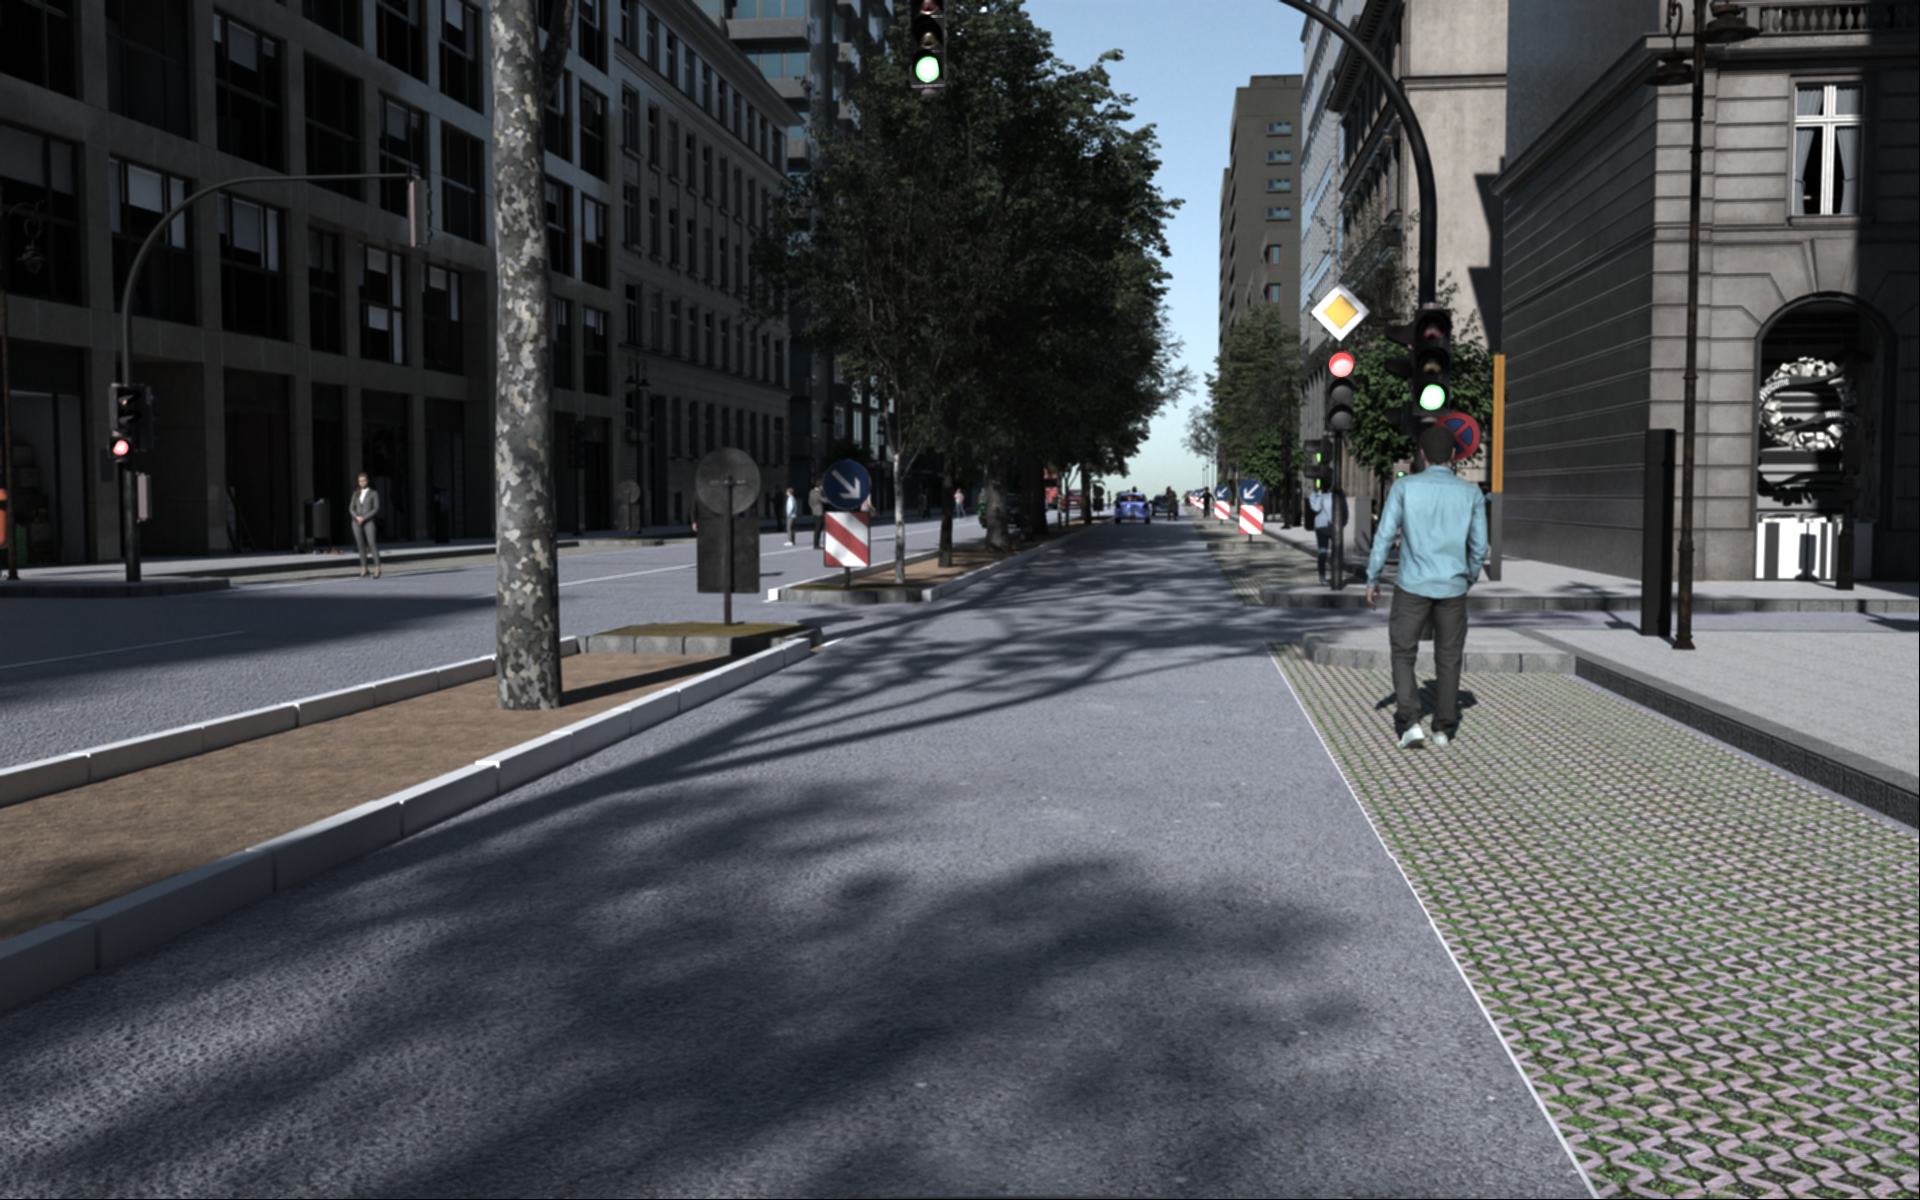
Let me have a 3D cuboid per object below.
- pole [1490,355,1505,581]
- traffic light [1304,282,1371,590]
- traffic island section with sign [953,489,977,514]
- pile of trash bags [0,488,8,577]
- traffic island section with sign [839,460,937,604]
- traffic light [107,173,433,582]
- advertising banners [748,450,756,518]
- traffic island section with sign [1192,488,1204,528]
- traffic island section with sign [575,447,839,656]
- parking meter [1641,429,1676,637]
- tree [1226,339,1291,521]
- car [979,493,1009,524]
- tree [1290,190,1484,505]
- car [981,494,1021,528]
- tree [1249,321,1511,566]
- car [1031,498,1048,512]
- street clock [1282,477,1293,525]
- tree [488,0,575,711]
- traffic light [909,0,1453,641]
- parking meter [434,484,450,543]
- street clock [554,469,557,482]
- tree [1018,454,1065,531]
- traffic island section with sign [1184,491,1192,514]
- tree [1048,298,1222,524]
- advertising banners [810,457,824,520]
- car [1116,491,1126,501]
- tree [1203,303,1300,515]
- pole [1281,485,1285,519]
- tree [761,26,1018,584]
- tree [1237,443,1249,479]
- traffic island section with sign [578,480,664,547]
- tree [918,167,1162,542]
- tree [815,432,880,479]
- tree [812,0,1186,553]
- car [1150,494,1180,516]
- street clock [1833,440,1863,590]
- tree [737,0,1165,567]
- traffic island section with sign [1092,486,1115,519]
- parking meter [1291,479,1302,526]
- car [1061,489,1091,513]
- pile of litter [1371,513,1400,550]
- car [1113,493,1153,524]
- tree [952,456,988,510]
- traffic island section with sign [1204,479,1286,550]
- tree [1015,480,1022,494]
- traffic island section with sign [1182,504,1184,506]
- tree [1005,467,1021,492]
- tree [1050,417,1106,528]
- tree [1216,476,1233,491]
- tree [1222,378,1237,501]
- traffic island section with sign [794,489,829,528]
[{"bbox_3d":[7.909,-1.935,25.478,0.158,3.312,0.155,0,3,0],"label":"pole"},{"bbox_3d":[5.022,-2.089,23.082,0.839,4.253,0.868,0,4,7],"label":"traffic light"},{"bbox_3d":[0.175,-7.076,124.317,1.989,1.847,2.006,0,4,7],"label":"traffic island section with sign"},{"bbox_3d":[-16.131,-1.002,26.137,3.447,1.369,1.912,-1,4,-14],"label":"pile of trash bags"},{"bbox_3d":[-1.424,-0.949,23.650,2.006,1.907,1.989,0,4,7],"label":"traffic island section with sign"},{"bbox_3d":[-9.974,-3.076,24.954,4.771,5.953,1.251,0,4,7],"label":"traffic light"},{"bbox_3d":[-8.449,-4.533,70.301,0.090,3.025,2.074,0,4,1],"label":"advertising banners"},{"bbox_3d":[10.866,-3.919,72.710,1.989,1.847,2.006,0,4,7],"label":"traffic island section with sign"},{"bbox_3d":[-2.345,-0.499,16.301,2.006,1.907,1.989,0,4,7],"label":"traffic island section with sign"},{"bbox_3d":[6.347,-0.614,15.745,0.255,1.863,0.399,1,4,21],"label":"parking meter"},{"bbox_3d":[14.674,-8.113,83.014,4.360,8.622,3.978,0,3,0],"label":"tree"},{"bbox_3d":[1.976,-4.590,83.847,1.959,1.807,4.718,0,4,7],"label":"car"},{"bbox_3d":[10.338,-5.601,41.933,4.360,8.622,3.978,0,3,0],"label":"tree"},{"bbox_3d":[1.963,-3.920,73.876,2.009,1.686,4.222,1,4,9],"label":"car"},{"bbox_3d":[8.254,-2.915,31.380,4.285,4.588,4.351,0,3,0],"label":"tree"},{"bbox_3d":[6.045,-7.882,138.464,1.945,1.707,3.694,1,4,9],"label":"car"},{"bbox_3d":[13.624,-4.124,72.005,0.358,2.002,0.471,-2,4,-34],"label":"street clock"},{"bbox_3d":[-1.776,-9.274,9.983,12.611,20.169,13.585,0,3,0],"label":"tree"},{"bbox_3d":[1.953,-2.483,15.273,4.771,5.953,1.251,0,4,7],"label":"traffic light"},{"bbox_3d":[-13.496,-2.244,45.100,0.372,1.533,0.369,0,3,0],"label":"parking meter"},{"bbox_3d":[-11.300,-2.631,47.589,0.471,2.002,0.358,3,5,43],"label":"street clock"},{"bbox_3d":[3.875,-7.020,67.601,4.737,8.622,4.395,0,3,0],"label":"tree"},{"bbox_3d":[17.049,-6.967,122.530,1.989,1.847,2.006,0,4,7],"label":"traffic island section with sign"},{"bbox_3d":[6.043,-10.330,81.726,12.009,13.543,11.850,0,3,0],"label":"tree"},{"bbox_3d":[-6.784,-5.343,83.545,0.090,3.025,2.074,1,4,19],"label":"advertising banners"},{"bbox_3d":[22.212,-13.808,234.439,2.281,1.827,5.304,0,4,6],"label":"car"},{"bbox_3d":[17.984,-11.356,103.790,7.486,12.596,7.792,0,3,0],"label":"tree"},{"bbox_3d":[16.551,-5.798,88.636,0.158,3.312,0.155,0,3,0],"label":"pole"},{"bbox_3d":[-0.970,-4.542,27.083,4.360,8.622,3.978,0,3,0],"label":"tree"},{"bbox_3d":[14.301,-5.802,78.582,4.285,4.588,4.351,0,3,0],"label":"tree"},{"bbox_3d":[-9.300,-2.403,47.923,1.989,1.847,2.006,0,4,7],"label":"traffic island section with sign"},{"bbox_3d":[2.049,-7.976,50.995,7.486,12.596,7.792,0,3,0],"label":"tree"},{"bbox_3d":[-5.932,-6.596,91.563,4.285,4.588,4.351,0,3,0],"label":"tree"},{"bbox_3d":[0.942,-8.118,41.846,9.857,13.997,8.962,0,3,0],"label":"tree"},{"bbox_3d":[13.456,-6.227,113.822,2.014,1.417,4.499,0,4,6],"label":"car"},{"bbox_3d":[11.847,-1.135,23.131,0.358,2.002,0.471,1,4,17],"label":"street clock"},{"bbox_3d":[-0.356,-5.883,33.063,8.767,10.594,7.601,0,4,7],"label":"tree"},{"bbox_3d":[7.809,-5.510,98.222,2.006,1.907,1.989,0,4,7],"label":"traffic island section with sign"},{"bbox_3d":[13.447,-3.883,69.201,0.399,1.863,0.255,-1,4,-12],"label":"parking meter"},{"bbox_3d":[9.110,-7.746,135.318,2.281,1.827,5.304,1,4,9],"label":"car"},{"bbox_3d":[9.725,-1.603,40.170,1.176,0.858,1.719,-2,4,-24],"label":"pile of litter"},{"bbox_3d":[8.462,-4.599,84.785,1.945,1.707,3.694,0,4,7],"label":"car"},{"bbox_3d":[0.373,-9.826,144.372,4.285,4.588,4.351,0,3,0],"label":"tree"},{"bbox_3d":[7.493,-2.251,45.438,1.989,1.847,2.006,0,4,7],"label":"traffic island section with sign"},{"bbox_3d":[7.236,-12.474,198.552,1.663,3.219,1.824,0,3,0],"label":"tree"},{"bbox_3d":[20.369,-8.603,149.281,1.989,1.847,2.006,0,4,7],"label":"traffic island section with sign"},{"bbox_3d":[4.026,-11.769,176.140,4.285,4.588,4.351,0,3,0],"label":"tree"},{"bbox_3d":[4.485,-7.302,72.201,4.360,8.622,3.978,0,3,0],"label":"tree"},{"bbox_3d":[24.846,-10.401,164.652,1.663,3.219,1.824,0,3,0],"label":"tree"},{"bbox_3d":[27.981,-16.632,182.304,12.009,13.543,11.850,0,3,0],"label":"tree"},{"bbox_3d":[-5.987,-4.040,74.674,1.989,1.847,2.006,0,4,7],"label":"traffic island section with sign"}]
